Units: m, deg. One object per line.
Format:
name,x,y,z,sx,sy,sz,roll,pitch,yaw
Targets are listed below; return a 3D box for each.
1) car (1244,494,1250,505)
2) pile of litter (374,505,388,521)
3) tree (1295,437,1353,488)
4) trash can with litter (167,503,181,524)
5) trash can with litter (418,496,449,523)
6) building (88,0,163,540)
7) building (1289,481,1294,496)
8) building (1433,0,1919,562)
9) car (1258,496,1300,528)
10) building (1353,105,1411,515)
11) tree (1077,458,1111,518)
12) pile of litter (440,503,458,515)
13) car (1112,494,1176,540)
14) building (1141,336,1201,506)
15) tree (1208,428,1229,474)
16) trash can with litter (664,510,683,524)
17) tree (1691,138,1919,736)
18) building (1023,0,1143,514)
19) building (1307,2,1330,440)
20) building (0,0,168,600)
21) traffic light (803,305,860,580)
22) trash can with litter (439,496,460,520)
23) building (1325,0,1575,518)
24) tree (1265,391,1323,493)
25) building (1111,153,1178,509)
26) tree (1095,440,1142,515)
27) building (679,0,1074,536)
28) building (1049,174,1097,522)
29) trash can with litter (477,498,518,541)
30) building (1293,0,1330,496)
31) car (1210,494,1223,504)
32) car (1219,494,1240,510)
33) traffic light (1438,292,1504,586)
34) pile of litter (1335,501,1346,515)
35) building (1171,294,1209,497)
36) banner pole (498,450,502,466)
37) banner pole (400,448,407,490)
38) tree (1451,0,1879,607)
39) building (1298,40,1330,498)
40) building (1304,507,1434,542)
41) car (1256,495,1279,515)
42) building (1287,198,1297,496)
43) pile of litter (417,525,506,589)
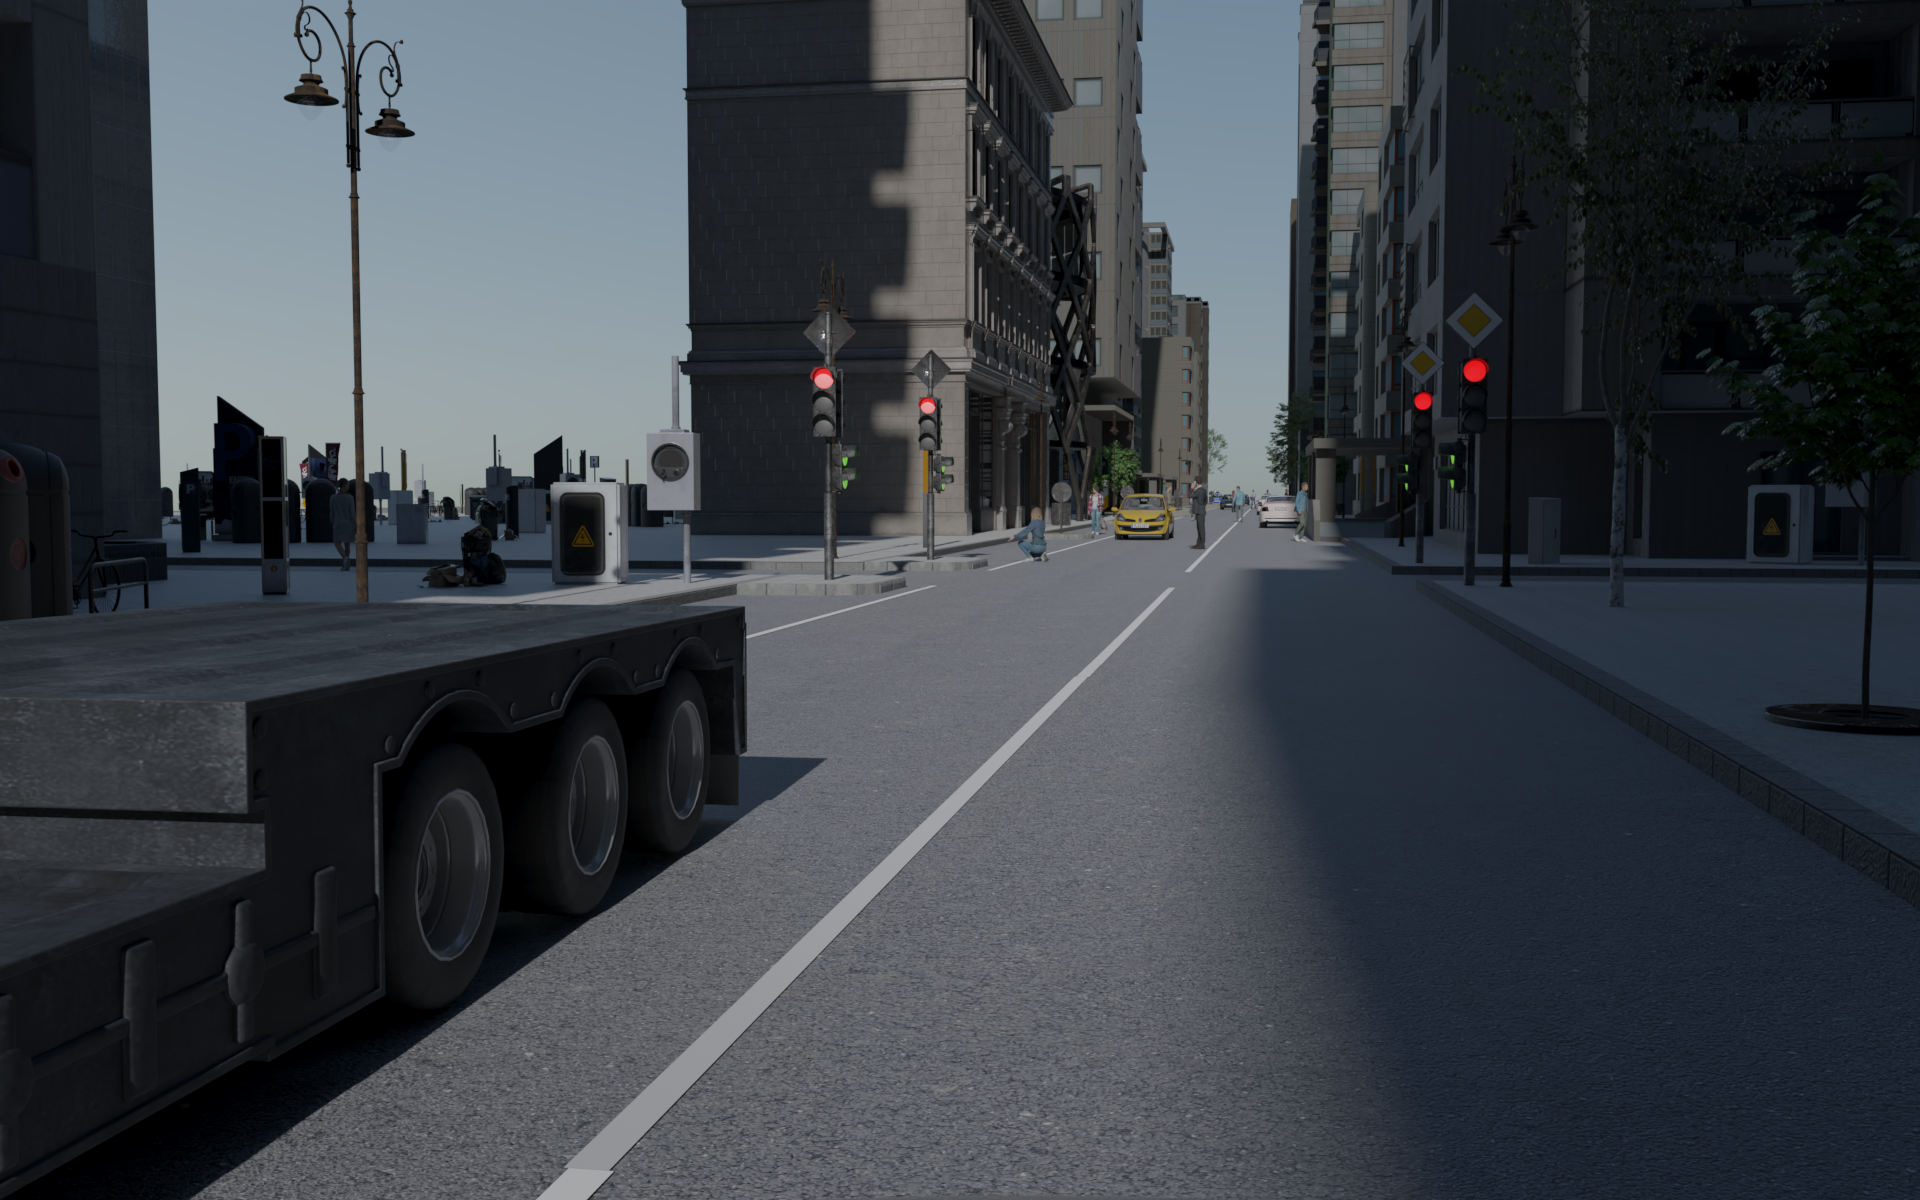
car,36.131,-12.930,221.184,2.009,1.686,4.222,1,4,11
pile of litter,-28.156,-4.269,83.757,1.176,0.858,1.719,1,4,9
tree,20.887,-7.076,99.404,4.285,4.588,4.351,0,3,0
trash can with litter,-33.134,-3.811,73.703,0.624,1.170,1.055,3,4,36
trash can with litter,-24.101,-4.118,78.393,2.233,1.210,1.678,2,4,26
building,-34.049,-13.914,45.508,19.932,24.808,12.078,1,4,10
building,60.969,-33.097,233.011,32.217,40.220,23.993,1,4,10
building,17.532,-21.673,37.941,14.086,41.232,14.154,1,4,10
car,13.803,-3.781,74.188,2.083,1.381,4.827,1,4,11
building,35.251,-14.935,89.230,27.650,21.520,28.899,1,4,10
tree,7.260,-5.995,92.613,1.663,3.219,1.824,0,3,0
pile of litter,-32.045,-5.771,108.322,1.176,0.858,1.719,1,4,20
car,5.889,-2.750,55.184,2.015,1.641,3.980,1,4,10
building,14.208,-22.141,207.037,27.650,21.520,28.899,1,4,10
tree,37.015,-20.654,263.447,9.928,11.665,9.643,0,3,0
trash can with litter,-12.123,-3.821,73.525,2.233,1.210,1.678,1,4,15
tree,4.931,-0.918,9.607,1.663,3.219,1.824,0,3,0
building,-1.222,-32.668,123.355,28.713,52.752,27.495,1,4,10
building,38.309,-29.269,133.174,22.147,44.769,28.867,1,4,10
building,-25.176,-29.097,17.731,28.212,58.520,21.231,1,4,10
traffic light,-1.939,-2.256,25.800,0.839,4.253,0.868,1,4,10
trash can with litter,-25.269,-4.555,85.855,0.624,1.170,1.055,1,4,15
building,31.051,-26.251,112.791,14.154,41.232,14.086,1,4,10
tree,37.681,-16.697,191.126,7.486,12.596,7.792,0,3,0
building,5.480,-29.448,173.358,32.217,40.220,23.993,1,4,10
tree,9.421,-7.435,105.276,4.285,4.588,4.351,0,3,0
building,-3.917,-12.438,54.275,10.553,20.767,40.483,1,4,10
building,-2.024,-13.186,83.037,16.820,18.784,16.811,1,4,10
trash can with litter,-12.816,-2.239,48.001,1.055,1.170,0.624,-2,4,-23
building,51.011,-40.719,207.746,21.231,58.520,28.212,1,4,10
car,34.045,-13.434,229.236,1.945,1.707,3.694,1,4,12
car,24.828,-9.135,159.146,2.009,1.686,4.222,1,4,12
traffic light,7.135,-2.159,24.223,0.839,4.253,0.868,1,4,10
pile of litter,22.894,-5.605,105.604,1.176,0.858,1.719,0,4,6
building,28.685,-29.295,250.665,14.160,30.474,14.107,1,4,10
banner pole,-25.998,-6.603,97.976,0.401,3.779,0.863,0,4,-3
banner pole,-30.412,-6.403,94.703,0.401,3.779,0.863,-3,5,-44
tree,7.710,-4.224,19.425,4.360,8.622,3.978,0,3,0
building,43.613,-51.912,161.425,22.319,86.520,31.000,1,4,10
building,27.747,-22.213,55.067,32.217,40.220,23.993,1,4,10
car,21.435,-6.546,119.381,2.083,1.381,4.827,1,4,12
building,55.197,-36.913,253.641,14.600,45.320,14.200,1,4,10
pile of litter,-7.031,-0.632,24.295,1.176,0.858,1.719,2,4,24
